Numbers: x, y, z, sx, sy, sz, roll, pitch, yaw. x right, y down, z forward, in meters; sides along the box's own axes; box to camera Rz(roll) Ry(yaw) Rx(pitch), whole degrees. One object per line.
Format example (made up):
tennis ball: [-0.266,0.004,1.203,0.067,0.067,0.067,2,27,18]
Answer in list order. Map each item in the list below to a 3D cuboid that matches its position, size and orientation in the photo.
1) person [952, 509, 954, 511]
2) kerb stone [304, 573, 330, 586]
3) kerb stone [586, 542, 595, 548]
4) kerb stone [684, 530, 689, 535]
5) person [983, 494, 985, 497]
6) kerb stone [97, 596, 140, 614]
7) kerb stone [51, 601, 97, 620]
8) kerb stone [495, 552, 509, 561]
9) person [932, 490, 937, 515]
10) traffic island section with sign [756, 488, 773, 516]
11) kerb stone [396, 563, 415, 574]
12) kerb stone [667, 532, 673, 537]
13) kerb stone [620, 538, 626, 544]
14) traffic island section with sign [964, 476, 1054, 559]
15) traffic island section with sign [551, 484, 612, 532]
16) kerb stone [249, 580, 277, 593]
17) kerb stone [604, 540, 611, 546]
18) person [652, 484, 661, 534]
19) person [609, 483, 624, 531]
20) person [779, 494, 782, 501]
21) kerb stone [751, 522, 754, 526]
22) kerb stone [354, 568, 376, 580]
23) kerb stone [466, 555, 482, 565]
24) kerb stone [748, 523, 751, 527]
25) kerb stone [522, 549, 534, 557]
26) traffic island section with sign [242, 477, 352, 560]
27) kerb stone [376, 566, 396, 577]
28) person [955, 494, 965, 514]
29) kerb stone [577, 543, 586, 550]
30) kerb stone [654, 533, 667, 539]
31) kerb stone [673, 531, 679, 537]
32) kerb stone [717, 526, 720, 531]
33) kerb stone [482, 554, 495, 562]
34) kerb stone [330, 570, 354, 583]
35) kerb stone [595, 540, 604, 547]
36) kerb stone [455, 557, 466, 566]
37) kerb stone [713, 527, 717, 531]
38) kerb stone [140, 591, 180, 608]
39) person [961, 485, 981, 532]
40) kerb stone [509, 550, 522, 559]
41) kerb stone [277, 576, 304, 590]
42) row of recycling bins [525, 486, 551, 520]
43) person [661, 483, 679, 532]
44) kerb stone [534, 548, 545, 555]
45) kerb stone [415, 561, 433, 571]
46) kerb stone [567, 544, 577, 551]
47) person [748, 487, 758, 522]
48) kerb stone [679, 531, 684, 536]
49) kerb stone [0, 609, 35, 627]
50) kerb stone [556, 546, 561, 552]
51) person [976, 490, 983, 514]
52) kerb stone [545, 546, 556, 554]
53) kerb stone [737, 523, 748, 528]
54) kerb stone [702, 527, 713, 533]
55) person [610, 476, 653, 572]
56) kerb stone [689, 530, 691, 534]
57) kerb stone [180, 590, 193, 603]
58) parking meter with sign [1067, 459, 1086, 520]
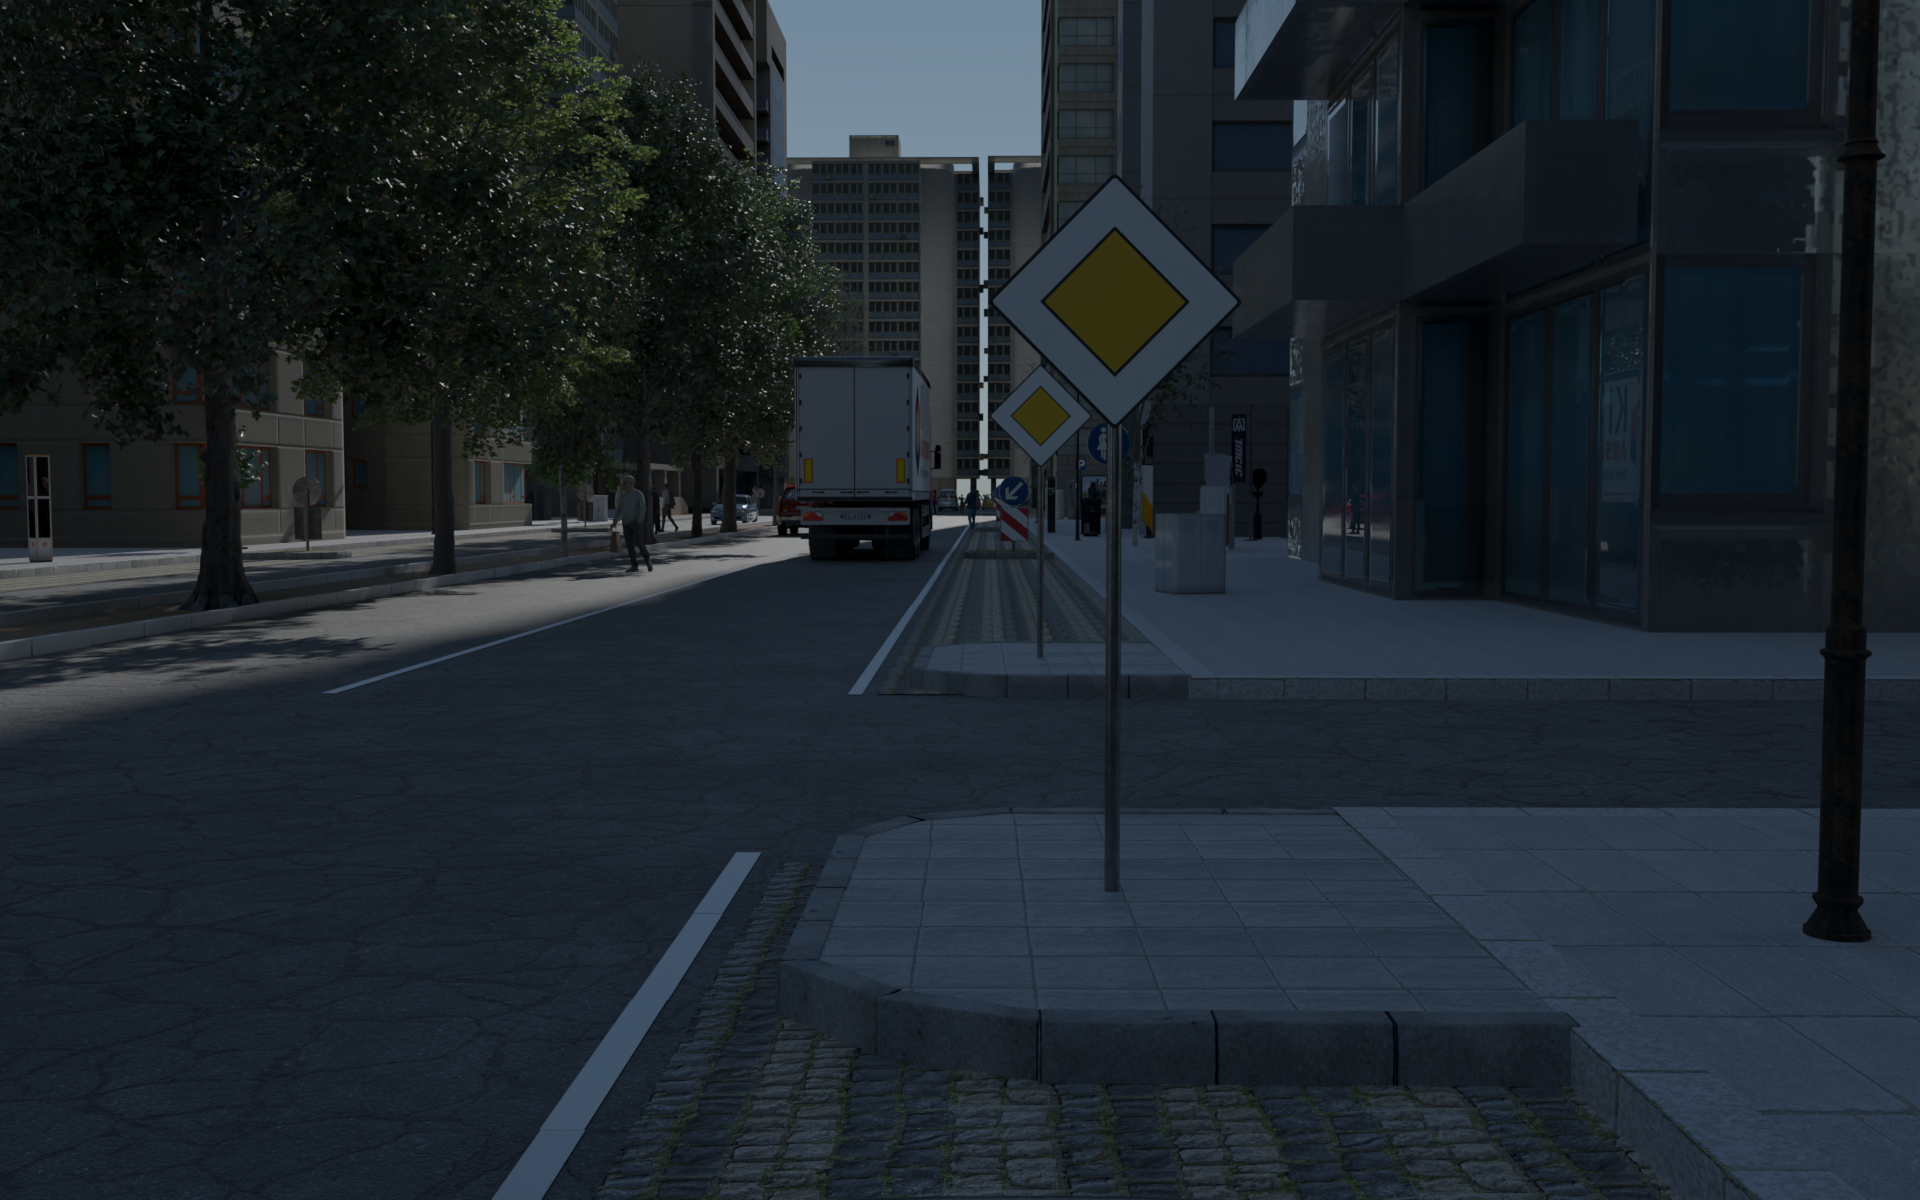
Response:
person: [-0.557,-8.386,148.849,0.421,1.427,0.697,2,4,35]
kerb stone: [-10.169,-0.301,27.145,0.120,0.150,1.000,0,4,1]
kerb stone: [-9.850,-1.430,45.580,0.120,0.150,1.000,0,4,1]
kerb stone: [-9.604,-2.303,59.937,0.120,0.150,1.000,0,4,1]
person: [2.346,-8.706,154.025,0.799,1.438,0.628,0,4,6]
kerb stone: [-10.274,0.074,20.990,0.120,0.150,1.000,0,4,1]
kerb stone: [-10.296,0.136,19.964,0.120,0.150,1.000,0,4,1]
kerb stone: [-9.994,-0.926,37.385,0.120,0.150,1.000,0,4,1]
person: [-1.826,-6.708,118.853,0.721,1.739,1.217,0,4,5]
traffic island section with sign: [-13.353,-6.544,115.623,1.989,1.847,2.006,0,4,1]
kerb stone: [-10.096,-0.547,31.240,0.120,0.150,1.000,0,4,1]
kerb stone: [-9.656,-2.121,56.869,0.120,0.150,1.000,0,4,1]
kerb stone: [-9.759,-1.744,50.715,0.120,0.150,1.000,0,4,1]
traffic island section with sign: [1.089,-1.842,38.738,1.989,1.847,2.006,0,4,1]
traffic island section with sign: [-14.228,-3.474,65.430,1.989,1.847,2.006,0,4,1]
kerb stone: [-10.202,-0.177,25.092,0.120,0.150,1.000,0,4,1]
kerb stone: [-9.813,-1.556,47.631,0.120,0.150,1.000,0,4,1]
person: [-10.509,-3.095,59.526,0.576,1.772,0.534,2,4,24]
person: [-12.783,-3.472,65.142,0.818,1.842,0.514,1,4,9]
person: [-11.812,-6.274,114.272,0.628,1.438,0.799,-3,5,-39]
kerb stone: [-9.314,-3.307,76.323,0.120,0.150,1.000,0,4,1]
kerb stone: [-10.128,-0.428,29.192,0.120,0.150,1.000,0,4,1]
kerb stone: [-10.021,-0.798,35.336,0.120,0.150,1.000,0,4,1]
kerb stone: [-9.338,-3.246,75.295,0.120,0.150,1.000,0,4,1]
kerb stone: [-9.953,-1.050,39.431,0.120,0.150,1.000,0,4,1]
traffic island section with sign: [-14.685,-1.826,38.478,1.989,1.847,2.006,0,4,1]
kerb stone: [-10.110,-0.490,30.214,0.120,0.150,1.000,0,4,1]
person: [0.142,-6.968,125.681,1.065,1.426,0.557,0,4,0]
kerb stone: [-9.865,-1.364,44.552,0.120,0.150,1.000,0,4,1]
kerb stone: [-9.669,-2.058,55.847,0.120,0.150,1.000,0,4,1]
kerb stone: [-9.632,-2.182,57.892,0.120,0.150,1.000,0,4,1]
kerb stone: [-9.480,-2.746,67.099,0.120,0.150,1.000,0,4,1]
kerb stone: [-10.011,-0.861,36.361,0.120,0.150,1.000,0,4,1]
kerb stone: [-10.148,-0.364,28.170,0.120,0.150,1.000,0,4,1]
kerb stone: [-9.833,-1.492,46.609,0.120,0.150,1.000,0,4,1]
kerb stone: [-10.046,-0.741,34.311,0.120,0.150,1.000,0,4,1]
kerb stone: [-9.496,-2.681,66.071,0.120,0.150,1.000,0,4,1]
kerb stone: [-10.249,0.011,22.017,0.120,0.150,1.000,0,4,1]
person: [0.452,-3.413,64.655,0.623,1.781,0.721,-3,5,-41]
kerb stone: [-9.973,-0.992,38.408,0.120,0.150,1.000,0,4,1]
kerb stone: [-10.184,-0.236,26.115,0.120,0.150,1.000,0,4,1]
row of recycling bins: [-21.554,-4.855,86.486,1.069,1.692,3.534,-3,5,-42]
person: [-10.982,-3.458,65.143,0.850,1.850,0.679,1,4,14]
kerb stone: [-9.943,-1.116,40.460,0.120,0.150,1.000,0,4,1]
kerb stone: [-10.076,-0.616,32.267,0.120,0.150,1.000,0,4,1]
kerb stone: [-9.881,-1.300,43.530,0.120,0.150,1.000,0,4,1]
person: [-10.498,-4.812,87.454,0.573,1.790,0.520,0,4,-7]
kerb stone: [-9.620,-2.246,58.914,0.120,0.150,1.000,0,4,1]
kerb stone: [-10.304,0.199,18.942,0.120,0.150,1.000,0,4,1]
kerb stone: [-9.899,-1.238,42.508,0.120,0.150,1.000,0,4,1]
person: [1.167,-6.863,121.498,1.217,1.735,0.721,-3,5,-42]
kerb stone: [-9.918,-1.173,41.482,0.120,0.150,1.000,0,4,1]
kerb stone: [-9.347,-3.185,74.273,0.120,0.150,1.000,0,4,1]
kerb stone: [-9.511,-2.621,65.047,0.120,0.150,1.000,0,4,1]
person: [-6.092,-1.403,31.920,0.782,1.767,0.515,2,4,26]
kerb stone: [-9.586,-2.371,60.959,0.120,0.150,1.000,0,4,1]
kerb stone: [-10.238,-0.052,23.042,0.120,0.150,1.000,0,4,1]
parking meter with sign: [5.821,-5.564,87.239,0.543,3.016,1.738,-1,4,-14]
